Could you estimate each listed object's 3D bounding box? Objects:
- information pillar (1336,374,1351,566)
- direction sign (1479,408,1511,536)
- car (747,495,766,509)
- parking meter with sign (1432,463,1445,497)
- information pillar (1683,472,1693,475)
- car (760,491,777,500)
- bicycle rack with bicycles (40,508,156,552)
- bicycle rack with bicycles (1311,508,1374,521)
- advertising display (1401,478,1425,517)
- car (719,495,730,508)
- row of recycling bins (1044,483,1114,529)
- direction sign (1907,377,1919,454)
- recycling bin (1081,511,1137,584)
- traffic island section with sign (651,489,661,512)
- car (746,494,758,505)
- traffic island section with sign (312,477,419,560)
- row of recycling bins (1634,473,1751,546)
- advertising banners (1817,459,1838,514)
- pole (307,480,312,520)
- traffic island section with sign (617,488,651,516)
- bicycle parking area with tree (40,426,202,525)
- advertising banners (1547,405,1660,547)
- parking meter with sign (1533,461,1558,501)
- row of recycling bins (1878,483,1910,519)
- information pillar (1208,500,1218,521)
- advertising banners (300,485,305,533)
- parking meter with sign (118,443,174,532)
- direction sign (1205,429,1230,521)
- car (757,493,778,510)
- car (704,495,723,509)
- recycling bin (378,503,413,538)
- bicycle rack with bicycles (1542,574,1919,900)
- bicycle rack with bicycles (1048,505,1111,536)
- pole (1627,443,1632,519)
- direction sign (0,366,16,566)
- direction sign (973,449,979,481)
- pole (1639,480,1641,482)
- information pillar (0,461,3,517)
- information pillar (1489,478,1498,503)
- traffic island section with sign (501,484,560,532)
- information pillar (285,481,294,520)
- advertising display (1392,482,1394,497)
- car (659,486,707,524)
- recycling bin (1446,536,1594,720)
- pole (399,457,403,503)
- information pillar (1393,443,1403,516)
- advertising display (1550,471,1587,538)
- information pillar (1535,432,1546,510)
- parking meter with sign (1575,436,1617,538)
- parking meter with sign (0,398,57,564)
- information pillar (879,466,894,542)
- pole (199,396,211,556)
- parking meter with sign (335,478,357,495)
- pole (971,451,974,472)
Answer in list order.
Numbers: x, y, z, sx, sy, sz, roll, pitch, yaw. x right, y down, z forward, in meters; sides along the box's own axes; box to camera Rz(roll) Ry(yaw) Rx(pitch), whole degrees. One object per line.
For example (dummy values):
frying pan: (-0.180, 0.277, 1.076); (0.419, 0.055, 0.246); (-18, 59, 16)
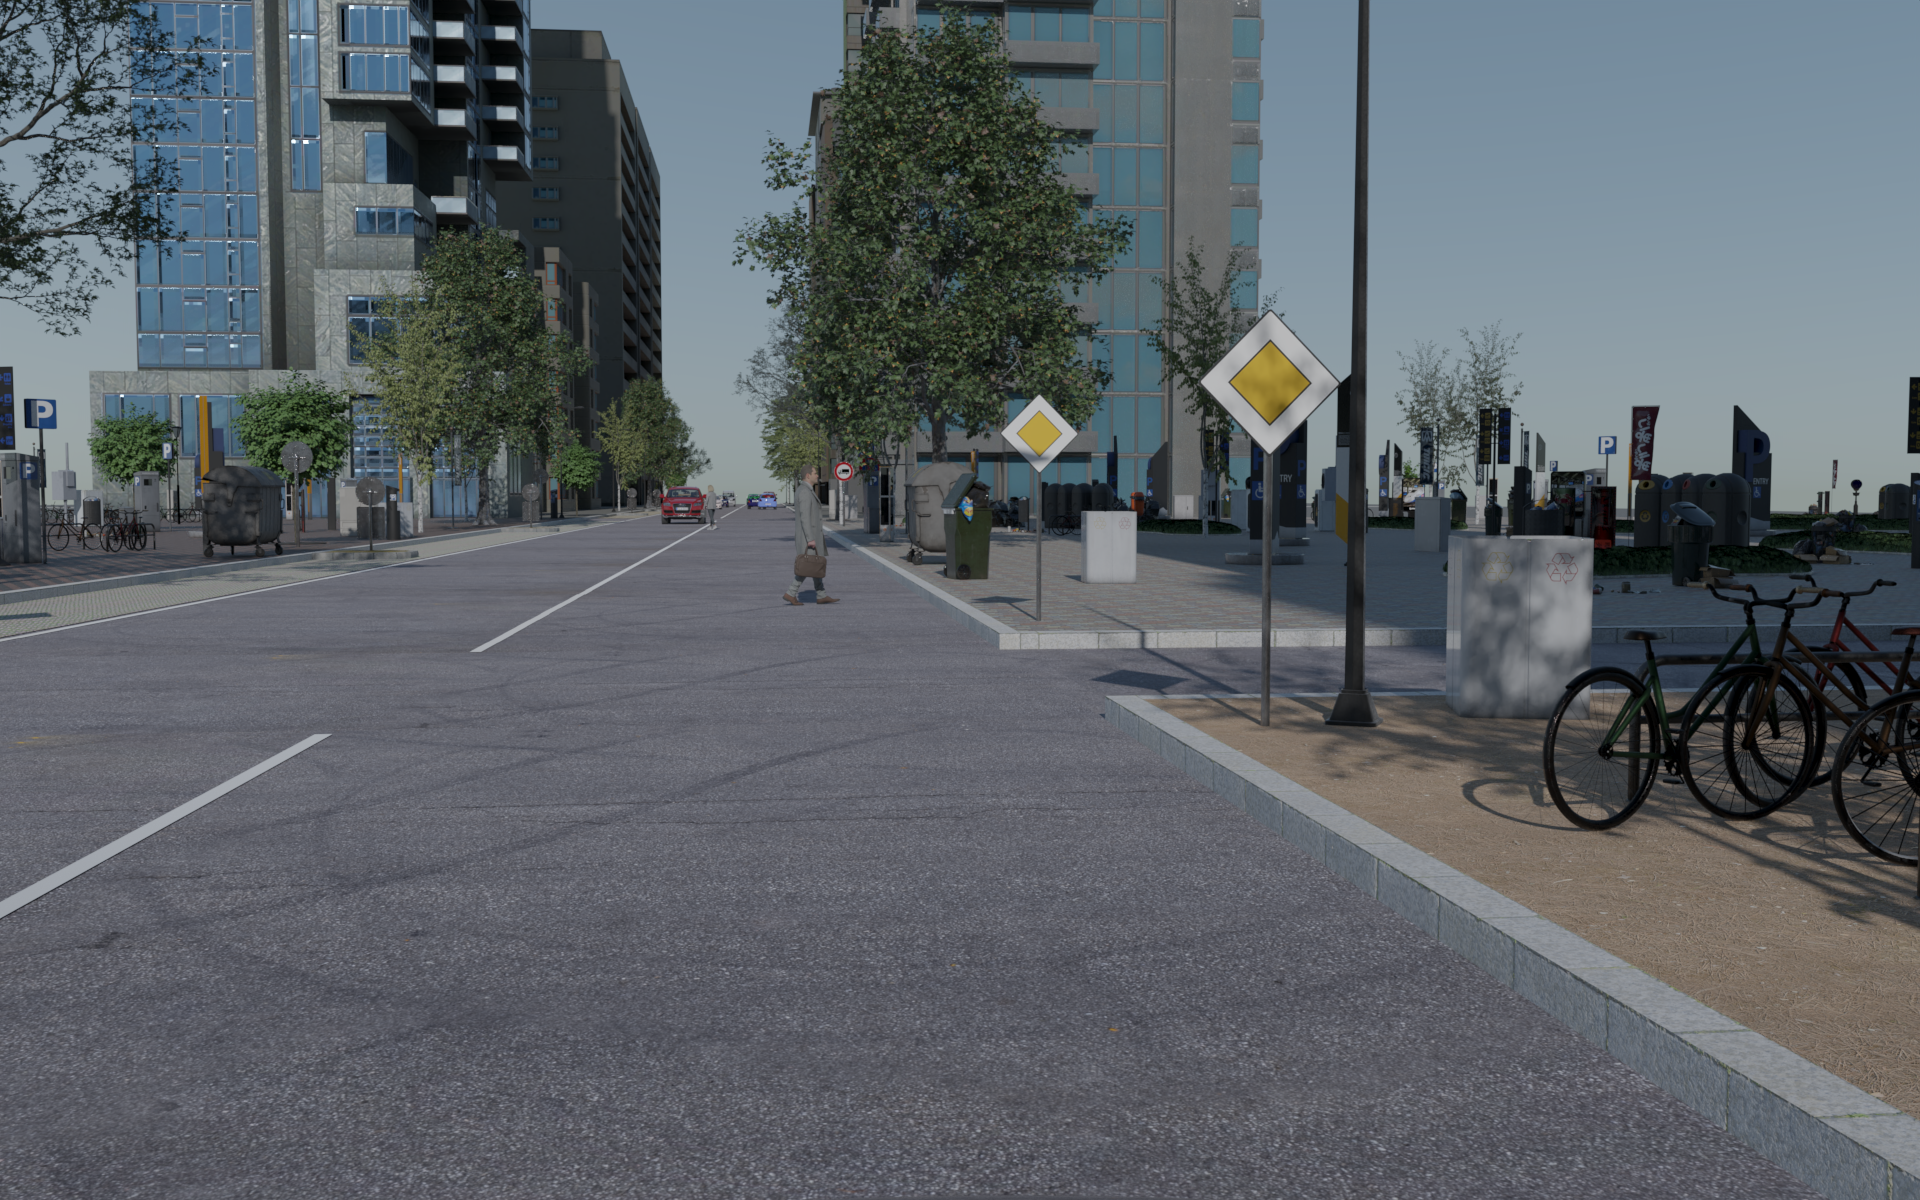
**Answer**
information pillar: (6.947, -2.411, 30.772); (0.504, 3.616, 0.183); (1, 4, 19)
direction sign: (14.085, -3.283, 45.671); (0.876, 3.537, 0.379); (3, 5, 43)
car: (-19.343, -9.315, 164.873); (1.945, 1.354, 3.894); (0, 4, -5)
parking meter with sign: (26.184, -6.023, 94.734); (0.543, 3.016, 1.738); (0, 4, -6)
information pillar: (24.689, -3.321, 58.792); (0.304, 2.012, 0.304); (2, 4, 32)
car: (-25.827, -13.776, 233.915); (2.281, 1.827, 5.304); (0, 4, -7)
bicycle rack with bicycles: (-19.427, -1.588, 39.340); (2.852, 0.926, 2.925); (1, 4, 9)
bicycle rack with bicycles: (17.584, -4.068, 79.889); (2.925, 0.926, 2.852); (0, 4, 7)
advertising display: (17.840, -3.852, 68.201); (0.974, 1.923, 0.123); (-1, 4, -15)
car: (-25.567, -10.542, 184.946); (1.945, 1.354, 3.894); (0, 4, -7)
row of recycling bins: (4.387, -3.501, 64.355); (1.069, 1.692, 3.534); (-3, 4, -36)
direction sign: (18.762, -2.540, 33.519); (0.876, 3.537, 0.379); (0, 4, -1)
recycling bin: (2.147, -0.764, 25.038); (0.722, 1.027, 0.722); (0, 4, -3)
traffic island section with sign: (-24.813, -8.161, 142.067); (1.989, 1.847, 2.006); (0, 4, -6)
car: (-27.089, -13.363, 227.287); (1.959, 1.807, 4.718); (0, 4, -5)
traffic island section with sign: (-13.177, -1.830, 38.556); (1.989, 1.847, 2.006); (0, 4, -6)
row of recycling bins: (14.817, -1.711, 35.093); (1.069, 1.692, 3.534); (0, 4, -6)
advertising banners: (44.344, -5.649, 88.555); (0.090, 3.025, 2.074); (0, 4, 2)
pole: (-32.527, -5.672, 86.584); (0.158, 3.312, 0.155); (0, 3, 0)
traffic island section with sign: (-21.794, -6.523, 115.281); (1.989, 1.847, 2.006); (0, 4, -6)
bicycle parking area with tree: (-35.013, -5.386, 75.057); (9.016, 4.147, 8.231); (-2, 4, -30)
advertising banners: (12.815, -2.346, 34.552); (2.074, 3.025, 0.090); (1, 4, 22)
parking meter with sign: (30.246, -5.750, 90.272); (1.738, 3.016, 0.543); (-1, 4, -20)
row of recycling bins: (36.325, -3.677, 67.225); (1.069, 1.692, 3.534); (2, 4, 23)
information pillar: (9.601, -3.749, 65.793); (0.304, 2.012, 0.304); (-1, 4, -16)
advertising banners: (-21.931, -3.769, 57.806); (0.090, 3.025, 2.074); (-2, 4, -24)
parking meter with sign: (-27.379, -3.792, 58.261); (0.543, 3.016, 1.738); (2, 4, 35)
direction sign: (8.979, -4.199, 60.643); (0.876, 3.537, 0.379); (0, 4, 7)
car: (-17.854, -9.224, 160.395); (1.945, 1.707, 3.694); (0, 4, -8)
car: (-23.308, -9.202, 162.806); (2.083, 1.381, 4.827); (0, 4, -7)
recycling bin: (-16.685, -2.365, 51.228); (0.722, 1.027, 0.722); (2, 4, 32)
bicycle rack with bicycles: (3.624, 0.418, 6.556); (2.925, 0.926, 2.852); (0, 4, -7)
bicycle rack with bicycles: (4.056, -2.512, 54.451); (2.925, 0.926, 2.852); (-1, 4, -10)
pole: (26.991, -4.643, 69.754); (0.158, 3.312, 0.155); (0, 3, 0)
direction sign: (-17.197, -2.378, 30.882); (0.876, 3.537, 0.379); (1, 4, 16)
direction sign: (0.785, -5.782, 86.529); (0.379, 3.537, 0.876); (1, 4, 17)
pole: (24.541, -4.193, 62.399); (0.158, 3.312, 0.155); (0, 3, 0)
information pillar: (-21.328, -2.095, 38.747); (0.304, 2.012, 0.304); (3, 5, 40)
information pillar: (25.129, -4.718, 81.625); (0.304, 2.012, 0.304); (-2, 4, -27)
traffic island section with sign: (-16.183, -3.469, 65.344); (1.989, 1.847, 2.006); (0, 4, -6)
information pillar: (-32.909, -4.925, 85.022); (0.304, 2.012, 0.304); (-1, 4, -8)
advertising display: (23.479, -5.381, 93.189); (0.123, 1.923, 0.974); (3, 4, 36)
car: (-13.361, -4.599, 83.872); (2.281, 1.827, 5.304); (0, 4, -7)
recycling bin: (3.279, 0.144, 10.198); (0.722, 1.027, 0.722); (1, 4, 8)
pole: (-28.638, -5.804, 88.746); (0.158, 3.312, 0.155); (0, 3, 0)
information pillar: (20.025, -5.376, 79.254); (0.183, 3.616, 0.504); (-2, 4, -30)
advertising display: (17.050, -2.653, 48.591); (0.974, 1.923, 0.123); (3, 4, 39)
information pillar: (22.096, -4.565, 65.985); (0.504, 3.616, 0.183); (-2, 4, -35)
parking meter with sign: (18.846, -3.384, 51.583); (1.738, 3.016, 0.543); (-3, 5, -42)
parking meter with sign: (-17.487, -2.203, 32.274); (1.738, 3.016, 0.543); (3, 4, 37)
information pillar: (-1.950, -2.547, 46.129); (0.304, 2.012, 0.304); (1, 4, 18)
pole: (-15.678, -2.576, 35.967); (0.158, 3.312, 0.155); (0, 3, 0)
parking meter with sign: (-29.081, -5.275, 82.503); (0.543, 3.016, 1.738); (2, 4, 32)
pole: (0.610, -5.451, 82.969); (0.158, 3.312, 0.155); (0, 3, 0)
